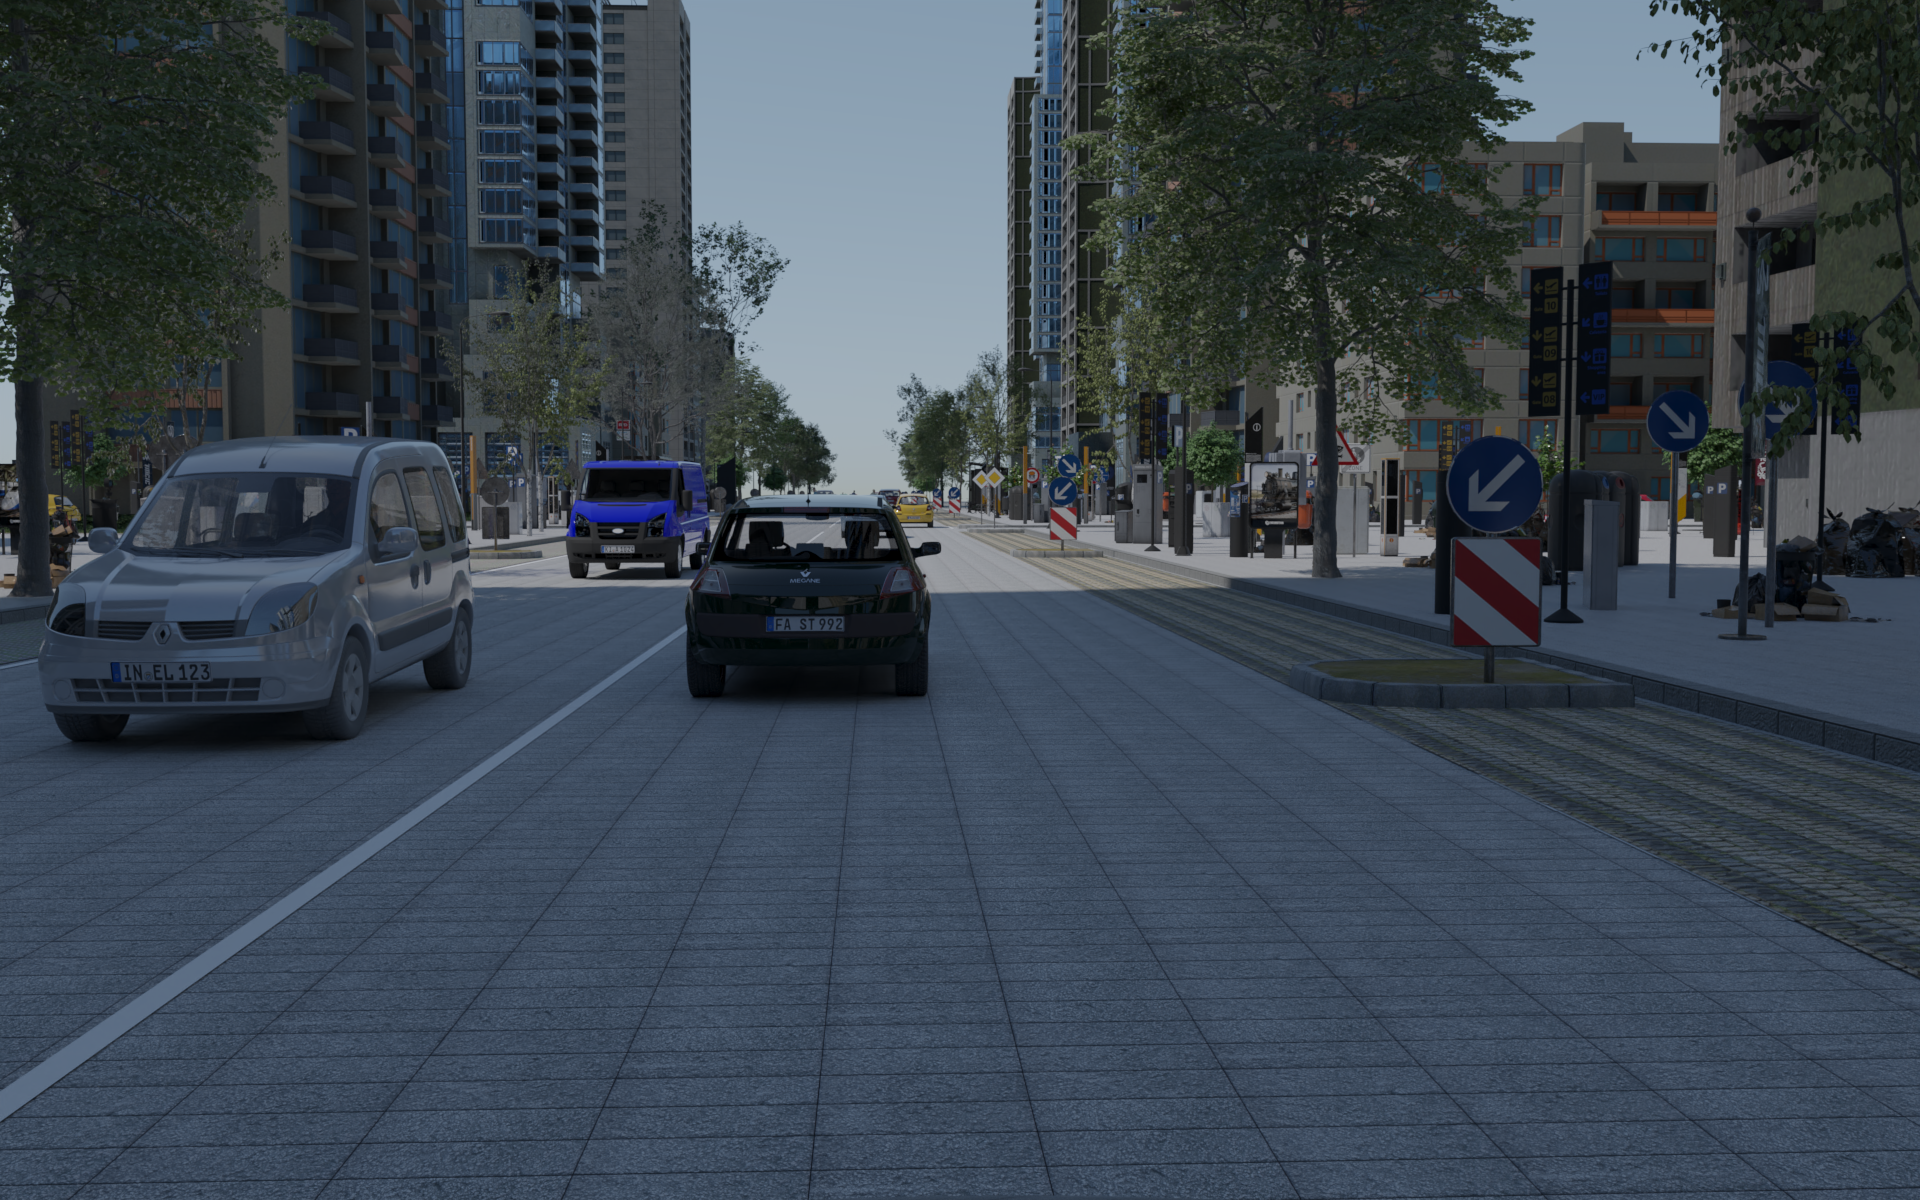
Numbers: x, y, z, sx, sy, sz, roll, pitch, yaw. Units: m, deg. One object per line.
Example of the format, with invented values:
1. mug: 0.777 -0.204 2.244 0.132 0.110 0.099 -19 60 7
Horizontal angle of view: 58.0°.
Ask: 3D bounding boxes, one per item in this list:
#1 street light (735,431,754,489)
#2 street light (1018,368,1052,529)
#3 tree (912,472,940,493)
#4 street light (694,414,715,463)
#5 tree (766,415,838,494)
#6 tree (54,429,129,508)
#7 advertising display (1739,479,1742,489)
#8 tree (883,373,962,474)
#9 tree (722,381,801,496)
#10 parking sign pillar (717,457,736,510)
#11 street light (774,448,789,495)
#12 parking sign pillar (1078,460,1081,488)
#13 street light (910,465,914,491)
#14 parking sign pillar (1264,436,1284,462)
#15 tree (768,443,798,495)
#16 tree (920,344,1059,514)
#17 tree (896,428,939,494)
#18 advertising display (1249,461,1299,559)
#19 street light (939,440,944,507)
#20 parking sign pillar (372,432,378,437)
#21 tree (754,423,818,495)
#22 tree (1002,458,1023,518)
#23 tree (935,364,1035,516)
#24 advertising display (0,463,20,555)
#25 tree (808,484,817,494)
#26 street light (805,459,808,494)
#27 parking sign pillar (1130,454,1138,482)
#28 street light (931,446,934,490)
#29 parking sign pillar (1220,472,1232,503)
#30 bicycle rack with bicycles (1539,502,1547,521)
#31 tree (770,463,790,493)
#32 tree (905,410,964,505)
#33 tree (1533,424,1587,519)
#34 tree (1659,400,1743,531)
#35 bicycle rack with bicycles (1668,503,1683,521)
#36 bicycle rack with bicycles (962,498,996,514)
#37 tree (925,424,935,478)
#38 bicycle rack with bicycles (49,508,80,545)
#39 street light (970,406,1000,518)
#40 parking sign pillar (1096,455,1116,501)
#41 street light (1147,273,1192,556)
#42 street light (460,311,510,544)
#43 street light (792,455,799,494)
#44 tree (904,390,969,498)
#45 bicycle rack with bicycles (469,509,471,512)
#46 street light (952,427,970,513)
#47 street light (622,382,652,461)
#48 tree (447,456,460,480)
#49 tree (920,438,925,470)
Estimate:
1. street light: -16.106 -9.528 128.322 1.470 5.913 1.316 0 4 -3
2. street light: 2.826 -5.590 63.930 1.470 5.913 1.316 0 4 -3
3. tree: -4.224 -16.165 248.013 4.285 4.588 4.351 0 3 0
4. street light: -14.813 -7.806 100.161 1.470 5.913 1.316 0 4 -3
5. tree: -23.442 -20.046 244.763 9.611 12.733 9.660 0 3 0
6. tree: -41.293 -6.028 82.272 4.285 4.588 4.351 0 3 0
7. advertising display: 34.183 -4.348 76.295 0.123 1.923 0.974 0 4 -8
8. tree: -5.615 -25.214 268.137 12.611 20.169 13.585 0 3 0
9. tree: -18.301 -14.241 158.595 9.928 11.665 9.643 0 3 0
10. parking sign pillar: -16.652 -8.264 123.581 1.447 3.967 1.447 0 4 0
11. street light: -18.336 -12.427 175.728 1.470 5.913 1.316 0 4 -3
12. parking sign pillar: 8.983 -8.986 135.389 1.447 3.967 1.447 2 4 29
13. street light: -6.161 -17.027 250.933 1.470 5.913 1.316 0 4 -3
14. parking sign pillar: 14.409 -5.576 79.632 1.447 3.967 1.447 2 4 33
15. tree: -22.306 -16.357 217.796 4.360 8.622 3.978 0 3 0
16. tree: 1.768 -10.638 108.351 8.767 10.594 7.601 0 4 -7
17. tree: -6.396 -23.479 290.536 9.857 13.997 8.962 0 3 0
18. advertising display: 6.236 -1.786 34.419 0.974 1.923 0.123 1 4 12
19. street light: -1.208 -10.691 147.335 1.470 5.913 1.316 0 4 -3
20. parking sign pillar: -25.163 -5.343 75.831 1.447 3.967 1.447 1 4 18
21. tree: -21.672 -16.836 209.683 8.767 10.594 7.601 -2 4 -33
22. tree: 2.949 -6.095 94.253 1.663 3.219 1.824 0 3 0
23. tree: 1.881 -9.096 99.085 4.737 8.622 4.395 0 3 0
24. advertising display: -19.801 -1.907 36.400 0.974 1.923 0.123 1 4 19
25. tree: -25.952 -21.360 299.600 4.737 8.622 4.395 0 3 0
26. street light: -21.123 -15.867 231.958 1.470 5.913 1.316 0 4 -3
27. parking sign pillar: 11.880 -7.812 116.195 1.447 3.967 1.447 -1 4 -17
28. street light: -2.252 -11.980 168.409 1.470 5.913 1.316 0 4 -3
29. parking sign pillar: 13.304 -6.002 86.612 1.447 3.967 1.447 0 4 -1
30. bicycle rack with bicycles: 26.149 -4.077 80.038 2.925 0.926 2.852 -3 5 -39
31. tree: -19.171 -11.946 179.024 4.285 4.588 4.351 0 3 0
32. tree: -2.667 -17.172 206.518 9.928 11.665 9.643 0 3 0
33. tree: 16.310 -3.284 48.292 1.663 3.219 1.824 0 3 0
34. tree: 26.208 -4.710 60.723 4.285 4.588 4.351 0 3 0
35. bicycle rack with bicycles: 32.778 -4.245 82.783 2.852 0.926 2.925 -1 4 -8
36. bicycle rack with bicycles: 1.939 -6.095 113.039 2.925 0.926 2.852 1 4 12
37. tree: -0.199 -12.555 155.637 4.737 8.622 4.395 0 3 0
38. bicycle rack with bicycles: -23.693 -1.860 43.796 2.852 0.926 2.925 -2 4 -31
39. street light: 1.412 -7.273 91.460 1.470 5.913 1.316 0 4 -3
40. parking sign pillar: 9.788 -7.825 116.407 1.447 3.967 1.447 -2 4 -24
41. street light: 4.103 -3.868 35.789 1.470 5.913 1.316 0 4 -3
42. street light: -12.118 -4.376 44.089 1.470 5.913 1.316 0 4 -3
43. street light: -19.590 -14.116 203.338 1.470 5.913 1.316 0 4 -3
44. tree: -2.380 -16.546 188.648 7.486 12.596 7.792 0 3 0
45. bicycle rack with bicycles: -37.593 -6.891 126.043 2.925 0.926 2.852 2 4 26
46. street light: 0.108 -8.962 119.067 1.470 5.913 1.316 0 4 -3
47. street light: -13.417 -6.069 71.767 1.470 5.913 1.316 0 4 -3
48. tree: -23.041 -5.009 76.498 1.663 3.219 1.824 0 3 0
49. tree: -1.969 -13.928 178.089 4.737 8.622 4.395 0 3 0
